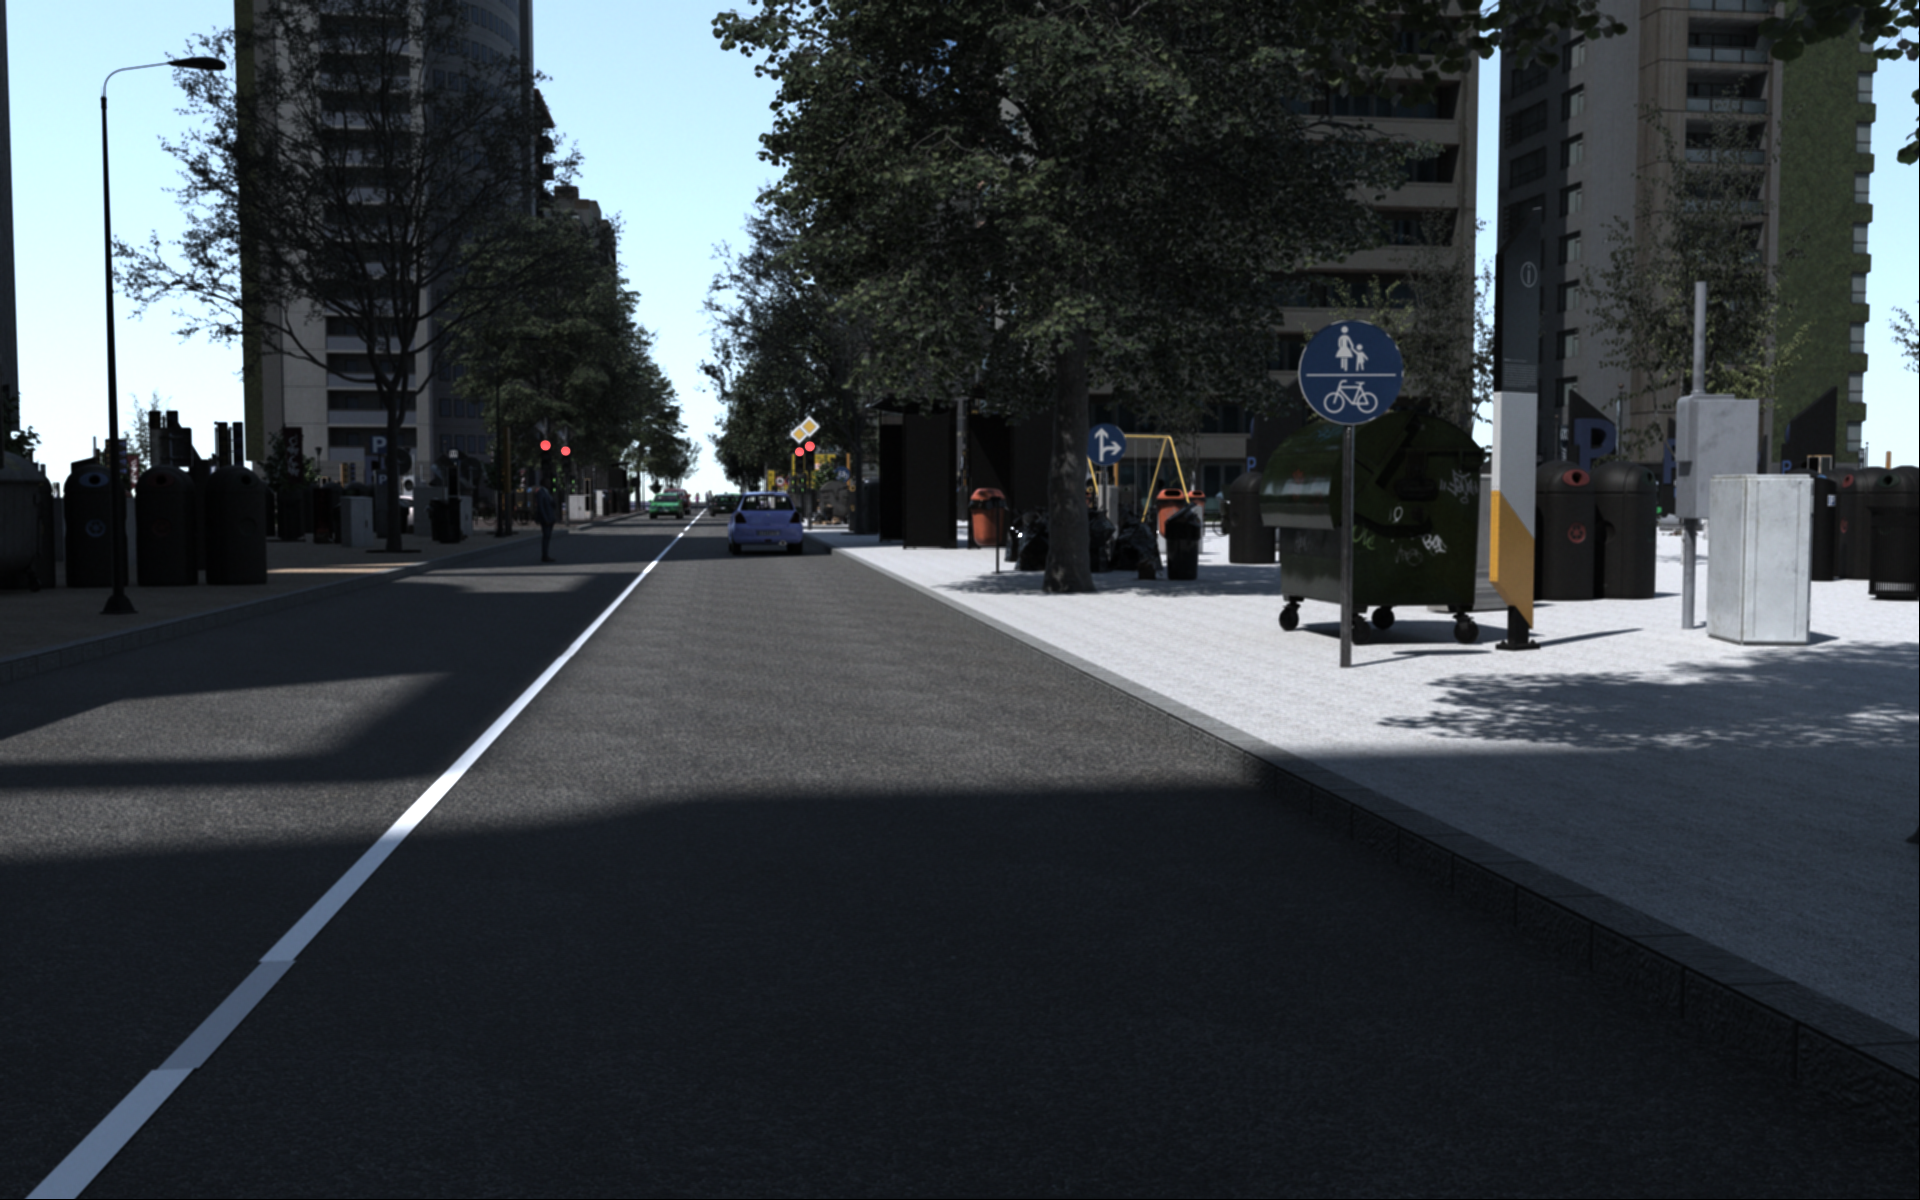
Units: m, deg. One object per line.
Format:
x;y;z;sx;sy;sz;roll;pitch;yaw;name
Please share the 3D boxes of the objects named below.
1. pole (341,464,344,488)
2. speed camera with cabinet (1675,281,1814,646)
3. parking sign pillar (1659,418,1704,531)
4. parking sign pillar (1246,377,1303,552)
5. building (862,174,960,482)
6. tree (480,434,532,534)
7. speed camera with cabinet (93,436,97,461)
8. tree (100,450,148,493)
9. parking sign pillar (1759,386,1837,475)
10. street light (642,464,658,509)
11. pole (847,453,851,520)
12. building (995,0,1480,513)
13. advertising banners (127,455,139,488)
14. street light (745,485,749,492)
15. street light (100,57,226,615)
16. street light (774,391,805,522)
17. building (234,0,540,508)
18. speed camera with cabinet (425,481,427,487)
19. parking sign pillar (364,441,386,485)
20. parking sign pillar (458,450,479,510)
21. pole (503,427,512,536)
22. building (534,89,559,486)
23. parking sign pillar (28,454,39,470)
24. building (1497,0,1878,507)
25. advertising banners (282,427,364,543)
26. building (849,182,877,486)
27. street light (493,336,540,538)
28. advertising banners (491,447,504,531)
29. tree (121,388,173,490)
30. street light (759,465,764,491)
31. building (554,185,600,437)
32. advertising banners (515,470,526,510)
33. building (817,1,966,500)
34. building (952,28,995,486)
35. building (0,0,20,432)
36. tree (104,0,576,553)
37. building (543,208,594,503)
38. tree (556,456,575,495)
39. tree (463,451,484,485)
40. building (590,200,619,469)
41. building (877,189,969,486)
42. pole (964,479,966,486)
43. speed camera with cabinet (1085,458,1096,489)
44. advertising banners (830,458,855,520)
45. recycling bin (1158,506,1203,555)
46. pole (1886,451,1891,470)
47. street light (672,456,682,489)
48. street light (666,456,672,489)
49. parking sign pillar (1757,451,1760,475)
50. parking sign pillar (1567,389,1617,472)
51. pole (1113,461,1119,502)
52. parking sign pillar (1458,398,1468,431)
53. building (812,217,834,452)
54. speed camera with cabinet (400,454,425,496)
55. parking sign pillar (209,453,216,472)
-41.711;-7.532;116.985;0.158;3.312;0.155;0;3;0;pole
7.006;-1.296;15.526;0.660;3.252;2.038;0;4;7;speed camera with cabinet
25.225;-4.404;60.475;1.447;3.967;1.447;-2;4;-34;parking sign pillar
7.115;-3.105;39.246;1.447;3.967;1.447;-2;4;-29;parking sign pillar
5.502;-30.257;186.579;32.217;40.220;23.993;0;4;-8;building
-14.662;-3.750;55.920;1.663;3.219;1.824;0;3;0;tree
-28.917;-3.939;58.734;0.660;3.252;2.038;-3;5;-41;speed camera with cabinet
-53.773;-7.775;110.828;4.285;4.588;4.351;0;3;0;tree
21.130;-3.345;43.167;1.447;3.967;1.447;-1;4;-17;parking sign pillar
-25.999;-10.558;145.167;1.470;5.913;1.316;0;4;-8;street light
-5.555;-5.668;86.515;0.158;3.312;0.155;0;3;0;pole
12.928;-28.621;91.658;21.600;48.544;21.300;0;4;-8;building
-36.333;-4.990;77.777;2.074;3.025;0.090;0;4;1;advertising banners
-18.475;-11.166;155.110;1.470;5.913;1.316;0;4;-8;street light
-8.500;-2.811;18.497;1.470;5.913;1.316;0;4;-8;street light
-7.719;-6.462;78.193;1.470;5.913;1.316;0;4;-8;street light
-49.961;-37.437;154.096;21.231;58.520;28.212;0;4;-8;building
-36.631;-7.648;119.374;0.660;3.252;2.038;2;4;35;speed camera with cabinet
-29.703;-6.112;88.403;1.447;3.967;1.447;-1;4;-9;parking sign pillar
-28.276;-6.775;99.240;1.447;3.967;1.447;3;5;43;parking sign pillar
-13.770;-3.600;52.703;0.158;3.312;0.155;0;3;0;pole
-54.494;-32.296;182.667;22.147;44.769;28.867;0;4;-8;building
-56.778;-7.186;105.962;1.447;3.967;1.447;-3;5;-42;parking sign pillar
38.738;-25.095;93.895;14.086;41.232;14.154;0;4;-8;building
-16.623;-2.998;45.210;2.074;3.025;0.090;0;4;-2;advertising banners
-6.283;-31.835;204.104;14.154;41.232;14.086;0;4;-8;building
-13.054;-4.801;51.040;1.470;5.913;1.316;0;4;-8;street light
-16.202;-3.941;60.616;0.090;3.025;2.074;-2;4;-25;advertising banners
-56.177;-10.377;120.033;4.360;8.622;3.978;0;3;0;tree
-12.448;-8.513;111.729;1.470;5.913;1.316;0;4;-8;street light
-60.736;-36.967;254.524;14.600;45.320;14.200;0;4;-8;building
-32.529;-7.945;126.091;2.074;3.025;0.090;1;4;9;advertising banners
-10.141;-57.836;258.289;22.319;86.520;31.000;0;4;-8;building
11.119;-29.002;128.812;22.147;44.769;28.867;0;4;-8;building
-30.382;-16.330;38.700;14.107;30.474;14.160;0;4;-8;building
-12.465;-7.795;37.823;12.009;13.543;11.850;0;3;0;tree
-58.520;-34.074;240.704;14.154;41.232;14.086;0;4;-8;building
-28.903;-8.836;128.179;4.285;4.588;4.351;0;3;0;tree
-37.896;-9.064;131.913;4.285;4.588;4.351;0;3;0;tree
-68.063;-40.531;286.375;21.300;48.544;21.600;0;4;-8;building
-1.177;-24.162;166.757;14.160;30.474;14.107;0;4;-8;building
0.246;-6.318;97.136;0.158;3.312;0.155;0;3;0;pole
5.151;-5.096;77.651;2.038;3.252;0.660;-1;4;-12;speed camera with cabinet
-5.706;-5.399;84.455;0.090;3.025;2.074;2;4;33;advertising banners
4.692;-1.490;36.916;0.722;1.027;0.722;-2;4;-27;recycling bin
44.159;-5.419;82.447;0.158;3.312;0.155;0;3;0;pole
-37.367;-15.549;226.769;1.470;5.913;1.316;0;4;-8;street light
-30.541;-12.543;177.616;1.470;5.913;1.316;0;4;-8;street light
36.284;-5.511;78.574;1.447;3.967;1.447;2;4;31;parking sign pillar
16.358;-3.439;44.696;1.447;3.967;1.447;-1;4;-14;parking sign pillar
5.751;-4.283;63.877;0.158;3.312;0.155;0;3;0;pole
13.614;-3.608;47.464;1.447;3.967;1.447;1;4;22;parking sign pillar
-13.455;-41.006;290.049;23.786;49.044;30.456;0;4;-8;building
-27.883;-5.624;86.291;2.038;3.252;0.660;1;4;18;speed camera with cabinet
-48.147;-7.632;113.249;1.447;3.967;1.447;-3;5;-42;parking sign pillar
